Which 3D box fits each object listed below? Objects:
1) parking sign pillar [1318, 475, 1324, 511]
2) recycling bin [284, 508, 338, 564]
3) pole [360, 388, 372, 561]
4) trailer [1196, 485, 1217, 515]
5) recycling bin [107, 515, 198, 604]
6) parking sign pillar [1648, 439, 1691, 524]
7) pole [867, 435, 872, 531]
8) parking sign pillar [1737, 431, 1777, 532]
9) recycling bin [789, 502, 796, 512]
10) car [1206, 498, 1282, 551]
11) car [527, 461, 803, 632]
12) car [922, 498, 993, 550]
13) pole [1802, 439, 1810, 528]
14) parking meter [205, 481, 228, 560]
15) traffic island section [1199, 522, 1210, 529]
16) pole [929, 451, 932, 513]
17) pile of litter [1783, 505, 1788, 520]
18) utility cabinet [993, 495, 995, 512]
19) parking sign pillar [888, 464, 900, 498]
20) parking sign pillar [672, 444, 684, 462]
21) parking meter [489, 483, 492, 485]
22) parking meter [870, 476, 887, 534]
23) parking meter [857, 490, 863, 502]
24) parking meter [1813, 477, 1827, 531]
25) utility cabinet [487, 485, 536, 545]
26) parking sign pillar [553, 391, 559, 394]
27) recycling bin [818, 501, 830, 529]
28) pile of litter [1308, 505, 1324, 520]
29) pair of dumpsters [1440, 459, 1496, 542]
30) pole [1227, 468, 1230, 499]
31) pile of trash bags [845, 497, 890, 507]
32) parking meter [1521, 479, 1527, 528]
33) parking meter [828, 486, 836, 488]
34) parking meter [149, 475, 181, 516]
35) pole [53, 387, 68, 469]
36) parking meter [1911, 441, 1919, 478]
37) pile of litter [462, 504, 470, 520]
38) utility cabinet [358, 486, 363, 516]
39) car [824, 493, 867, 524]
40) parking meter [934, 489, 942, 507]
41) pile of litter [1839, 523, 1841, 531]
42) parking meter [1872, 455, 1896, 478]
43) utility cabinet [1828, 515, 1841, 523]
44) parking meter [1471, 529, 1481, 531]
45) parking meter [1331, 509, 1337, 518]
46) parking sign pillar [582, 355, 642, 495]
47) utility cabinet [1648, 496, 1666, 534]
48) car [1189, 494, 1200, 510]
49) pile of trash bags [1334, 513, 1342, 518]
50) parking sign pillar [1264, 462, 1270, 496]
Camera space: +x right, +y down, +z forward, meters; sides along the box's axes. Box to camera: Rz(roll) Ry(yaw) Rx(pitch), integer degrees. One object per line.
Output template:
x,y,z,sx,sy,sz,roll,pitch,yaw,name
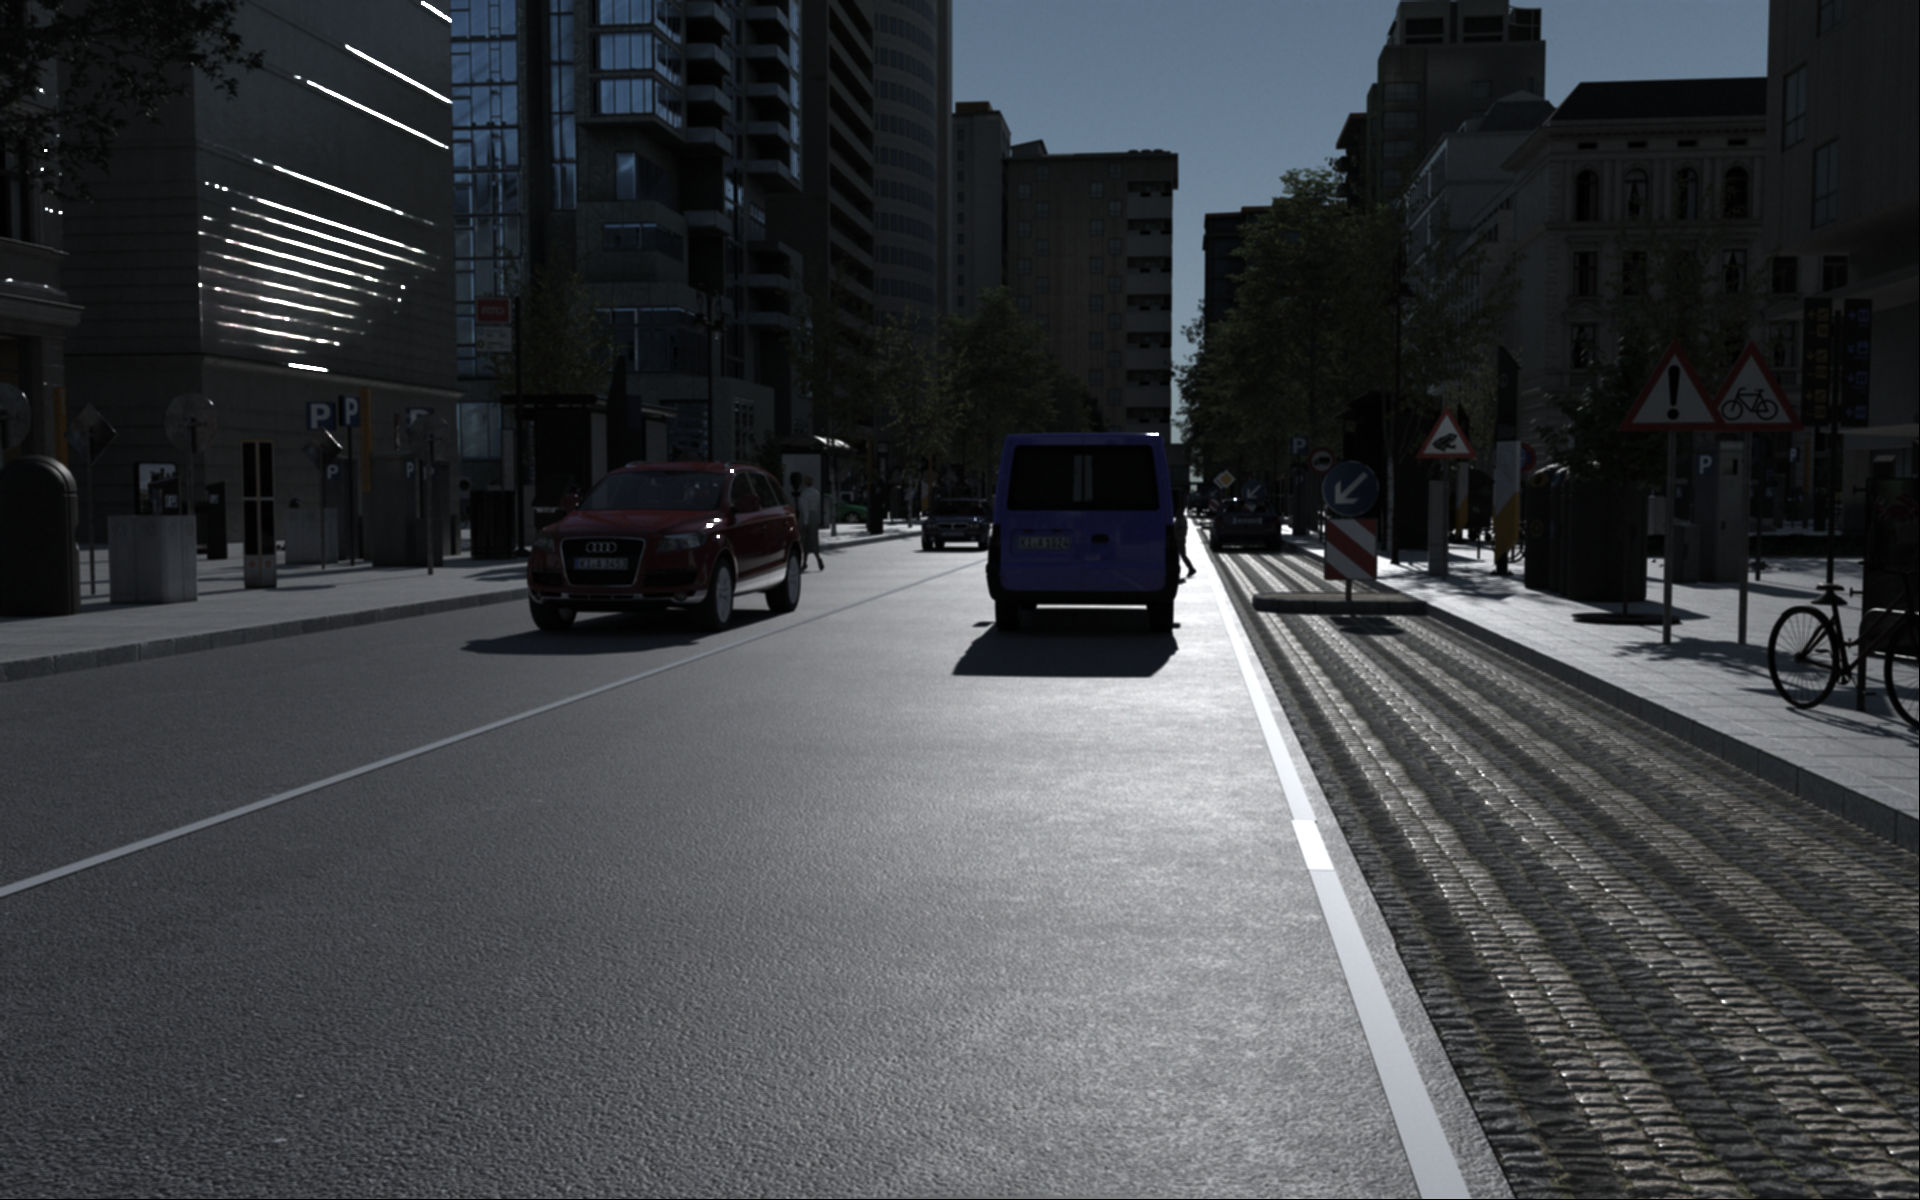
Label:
27.282,-8.783,132.078,1.447,3.967,1.447,0,4,2,parking sign pillar
-11.951,-1.184,31.907,0.722,1.027,0.722,0,4,3,recycling bin
-11.387,-2.411,33.256,0.158,3.312,0.155,0,3,0,pole
16.104,-6.461,112.687,1.471,1.999,3.904,0,4,5,trailer
-9.542,-0.485,20.487,0.722,1.027,0.722,0,4,6,recycling bin
24.737,-4.453,61.281,1.447,3.967,1.447,-1,4,-18,parking sign pillar
-3.108,-4.012,59.440,0.158,3.312,0.155,0,3,0,pole
27.192,-4.329,59.244,1.447,3.967,1.447,-1,4,-21,parking sign pillar
-6.435,-3.075,62.833,0.722,1.027,0.722,-2,4,-32,recycling bin
7.350,-1.967,44.738,1.945,1.354,3.894,0,4,7,car
-3.218,-0.680,19.789,2.281,1.827,5.304,0,4,8,car
0.022,-2.020,45.601,1.945,1.354,3.894,0,4,6,car
31.608,-4.332,64.675,0.158,3.312,0.155,0,3,0,pole
-14.622,-1.568,34.056,0.372,1.533,0.369,0,3,0,parking meter
11.877,-3.447,78.640,2.009,0.180,2.903,0,4,7,traffic island section
-1.395,-5.358,81.445,0.158,3.312,0.155,0,3,0,pole
40.847,-4.438,86.519,1.719,0.858,1.176,3,5,45,pile of litter
2.406,-5.464,100.499,1.020,1.237,0.306,0,4,-1,utility cabinet
-6.055,-10.229,155.708,1.447,3.967,1.447,1,4,18,parking sign pillar
-14.928,-6.450,93.937,1.447,3.967,1.447,-1,4,-16,parking sign pillar
-24.110,-5.128,89.551,0.399,1.863,0.255,2,4,35,parking meter
-2.654,-3.032,55.282,0.399,1.863,0.255,-2,4,-29,parking meter
-6.381,-6.256,110.688,0.372,1.533,0.369,0,3,0,parking meter
29.602,-3.295,59.590,0.255,1.863,0.399,0,4,-2,parking meter
-11.172,-2.112,43.206,1.173,1.500,0.318,-1,4,-12,utility cabinet
-10.551,-3.439,44.702,1.447,3.967,1.447,-1,4,-11,parking sign pillar
-5.296,-3.159,64.204,0.722,1.027,0.722,-3,5,-43,recycling bin
17.751,-4.453,86.764,1.719,0.858,1.176,0,4,3,pile of litter
13.881,-2.810,48.431,1.574,2.255,4.437,0,4,7,pair of dumpsters
19.855,-8.197,127.868,0.158,3.312,0.155,0,3,0,pole
-5.852,-6.005,107.939,3.447,1.369,1.912,3,5,43,pile of trash bags
20.102,-3.450,62.122,0.399,1.863,0.255,1,4,22,parking meter
-6.348,-4.919,86.143,0.255,1.863,0.399,-3,4,-37,parking meter
-10.587,-0.899,23.108,0.372,1.533,0.369,0,3,0,parking meter
-17.171,-2.403,33.131,0.158,3.312,0.155,0,3,0,pole
10.457,-0.797,18.736,0.255,1.863,0.399,1,4,14,parking meter
-24.164,-4.327,84.712,1.176,0.858,1.719,-1,4,-20,pile of litter
-15.865,-2.301,46.299,1.173,1.500,0.318,-3,4,-36,utility cabinet
-5.919,-4.111,76.014,4.718,1.807,1.959,0,4,8,car
-1.023,-4.392,80.212,0.372,1.533,0.369,0,3,0,parking meter
30.958,-2.783,59.462,1.719,0.858,1.176,-1,4,-15,pile of litter
13.820,-1.237,25.942,0.255,1.863,0.399,3,4,38,parking meter
39.096,-4.015,76.815,1.020,1.237,0.306,1,4,16,utility cabinet
17.045,-2.986,57.235,0.372,1.533,0.369,0,3,0,parking meter
14.415,-3.545,66.377,0.372,1.533,0.369,0,3,0,parking meter
-6.684,-2.809,34.395,1.447,3.967,1.447,-1,4,-22,parking sign pillar
20.666,-2.477,51.668,0.306,1.237,1.020,3,5,40,utility cabinet
21.527,-8.987,156.725,2.009,1.686,4.222,0,4,7,car
14.827,-3.228,62.529,1.912,1.369,3.447,3,4,36,pile of trash bags
20.272,-7.717,114.643,1.447,3.967,1.447,1,4,12,parking sign pillar
